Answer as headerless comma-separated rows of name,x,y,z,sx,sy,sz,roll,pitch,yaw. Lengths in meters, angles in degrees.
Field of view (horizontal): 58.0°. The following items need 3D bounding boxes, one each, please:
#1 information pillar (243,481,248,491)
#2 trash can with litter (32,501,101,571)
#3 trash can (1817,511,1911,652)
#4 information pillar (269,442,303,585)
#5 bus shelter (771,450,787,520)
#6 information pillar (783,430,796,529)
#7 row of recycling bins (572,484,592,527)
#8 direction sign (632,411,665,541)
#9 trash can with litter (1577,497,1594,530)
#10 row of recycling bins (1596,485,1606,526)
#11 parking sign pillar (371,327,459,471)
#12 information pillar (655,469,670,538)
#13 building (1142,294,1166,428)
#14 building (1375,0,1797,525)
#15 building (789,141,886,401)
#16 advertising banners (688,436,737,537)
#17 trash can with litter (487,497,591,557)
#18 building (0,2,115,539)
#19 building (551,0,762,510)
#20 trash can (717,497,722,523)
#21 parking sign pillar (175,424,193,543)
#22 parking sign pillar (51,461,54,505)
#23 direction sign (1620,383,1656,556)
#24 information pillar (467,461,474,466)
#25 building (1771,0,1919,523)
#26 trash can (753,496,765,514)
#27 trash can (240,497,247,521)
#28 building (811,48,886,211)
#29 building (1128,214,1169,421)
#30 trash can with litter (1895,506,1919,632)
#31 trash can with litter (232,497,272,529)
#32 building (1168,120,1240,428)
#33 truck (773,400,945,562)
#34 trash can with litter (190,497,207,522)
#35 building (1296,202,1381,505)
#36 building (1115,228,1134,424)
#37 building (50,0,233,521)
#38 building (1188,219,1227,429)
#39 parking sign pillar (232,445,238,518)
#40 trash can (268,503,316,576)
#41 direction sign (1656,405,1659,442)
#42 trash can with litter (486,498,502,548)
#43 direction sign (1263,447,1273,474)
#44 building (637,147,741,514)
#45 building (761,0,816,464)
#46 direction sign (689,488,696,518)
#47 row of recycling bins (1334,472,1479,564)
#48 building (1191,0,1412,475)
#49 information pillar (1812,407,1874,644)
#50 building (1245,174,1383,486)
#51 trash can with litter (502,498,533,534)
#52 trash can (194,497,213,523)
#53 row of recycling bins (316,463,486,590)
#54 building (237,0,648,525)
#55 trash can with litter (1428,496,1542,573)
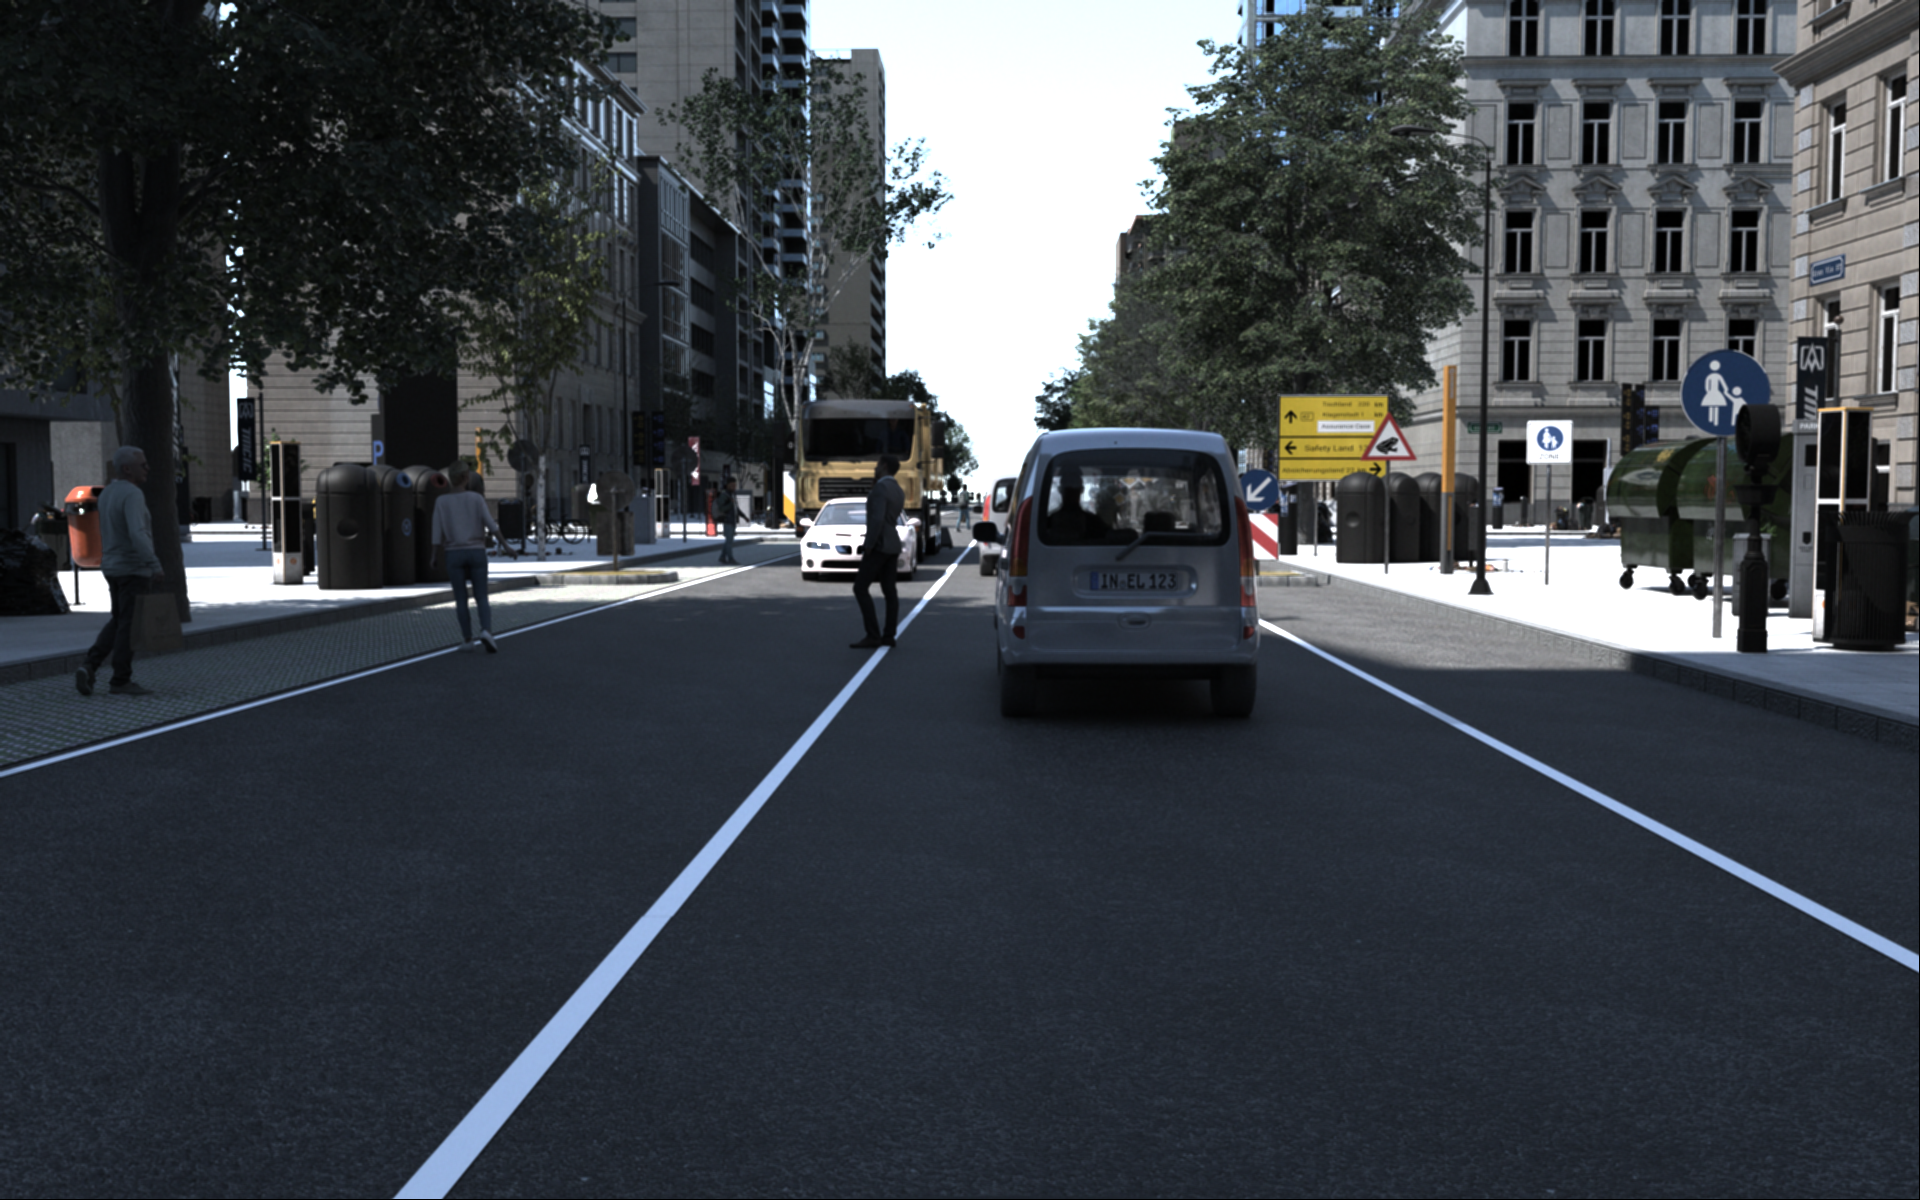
information pillar,-49.292,-7.836,119.473,0.183,3.616,0.504,0,4,6
trash can with litter,-14.894,-1.076,28.977,1.055,1.170,0.624,-3,4,-38
trash can,7.470,-0.161,14.284,0.748,1.137,0.748,0,3,0
information pillar,-9.499,-1.220,24.435,0.304,2.012,0.304,3,4,39
bus shelter,-8.351,-5.929,88.215,1.731,3.624,6.357,0,4,2
information pillar,-6.234,-4.410,63.464,0.504,3.616,0.183,2,4,26
row of recycling bins,-15.122,-3.828,69.702,1.069,1.692,3.534,-1,4,-13
direction sign,-8.494,-3.384,47.326,0.876,3.537,0.379,0,4,3
trash can with litter,22.457,-3.118,62.366,0.624,1.170,1.055,1,4,10
row of recycling bins,26.245,-3.716,67.868,1.069,1.692,3.534,-1,4,-19
parking sign pillar,-8.677,-2.393,27.600,1.447,3.967,1.447,3,5,42
information pillar,-8.695,-2.824,50.663,0.304,2.012,0.304,3,5,40
building,31.810,-28.804,242.638,14.160,30.474,14.107,0,4,2
building,42.060,-18.400,77.259,44.131,29.872,17.030,0,4,2
building,-22.223,-37.760,241.077,21.300,48.544,21.600,0,4,2
advertising banners,-7.464,-3.418,52.070,2.074,3.025,0.090,3,5,40
trash can with litter,-8.996,-1.542,36.271,2.233,1.210,1.678,-3,4,-37
building,-25.683,-16.018,33.599,14.107,30.474,14.160,0,4,2
building,-25.274,-43.256,145.493,20.563,71.187,20.611,0,4,2
trash can,-10.405,-3.946,76.166,0.748,1.137,0.748,0,3,0
parking sign pillar,-21.153,-3.508,45.834,1.447,3.967,1.447,3,5,43
parking sign pillar,-57.576,-7.284,107.570,1.447,3.967,1.447,1,4,23
direction sign,13.827,-2.671,35.661,0.876,3.537,0.379,-3,5,-40
information pillar,-10.848,-2.059,38.164,0.304,2.012,0.304,-1,4,-13
building,24.446,-14.084,27.540,12.463,27.353,25.104,0,4,2
trash can,-12.683,-5.964,109.159,0.748,1.137,0.748,0,3,0
trash can,-33.421,-4.264,81.376,0.748,1.137,0.748,0,3,0
building,-20.412,-51.702,283.572,20.563,71.187,20.611,0,4,2
building,36.977,-37.306,264.580,22.147,44.769,28.867,0,4,2
trash can with litter,9.097,-0.307,16.400,0.624,1.170,1.055,3,5,42
trash can with litter,-25.713,-3.244,64.097,2.233,1.210,1.678,-1,4,-11
building,30.077,-31.124,192.473,14.154,41.232,14.086,0,4,2
truck,-1.890,-2.604,38.503,3.469,3.379,9.791,0,4,2
trash can with litter,-34.634,-4.100,78.430,1.055,1.170,0.624,2,4,28
building,25.949,-14.702,105.011,10.561,19.102,19.286,0,4,2
building,32.861,-38.918,286.415,14.600,45.320,14.200,0,4,2
building,-45.474,-15.892,77.855,19.932,24.808,12.078,0,4,2
building,30.319,-24.867,178.275,14.160,30.474,14.107,0,4,2
parking sign pillar,-40.104,-6.525,95.163,1.447,3.967,1.447,0,4,2
trash can,-10.458,-0.951,27.194,0.748,1.137,0.748,0,3,0
direction sign,17.394,-3.199,44.307,0.876,3.537,0.379,0,4,4
trash can with litter,-11.501,-1.812,41.016,0.624,1.170,1.055,2,4,24
direction sign,14.982,-5.647,84.320,0.379,3.537,0.876,3,5,40
building,-23.455,-17.878,111.373,14.314,24.678,30.058,0,4,2
building,-25.375,-52.529,171.512,22.319,86.520,31.000,0,4,2
direction sign,-14.619,-6.268,94.471,0.876,3.537,0.379,2,4,29
row of recycling bins,8.561,-1.572,32.809,3.534,1.692,1.069,-2,4,-35
building,33.181,-51.454,153.952,22.319,86.520,31.000,0,4,2
information pillar,7.563,-0.634,14.852,0.304,2.012,0.304,-1,4,-18
building,26.571,-18.077,124.445,11.050,23.489,19.941,0,4,2
trash can with litter,-13.629,-2.550,53.079,1.055,1.170,0.624,1,4,12
trash can,-33.721,-4.010,77.223,0.748,1.137,0.748,0,3,0
row of recycling bins,-7.967,-1.079,24.748,1.069,1.692,3.534,1,4,15
building,-23.723,-17.523,83.757,12.463,27.353,25.104,0,4,2
trash can with litter,8.697,-1.115,29.287,1.678,1.210,2.233,0,4,-6
